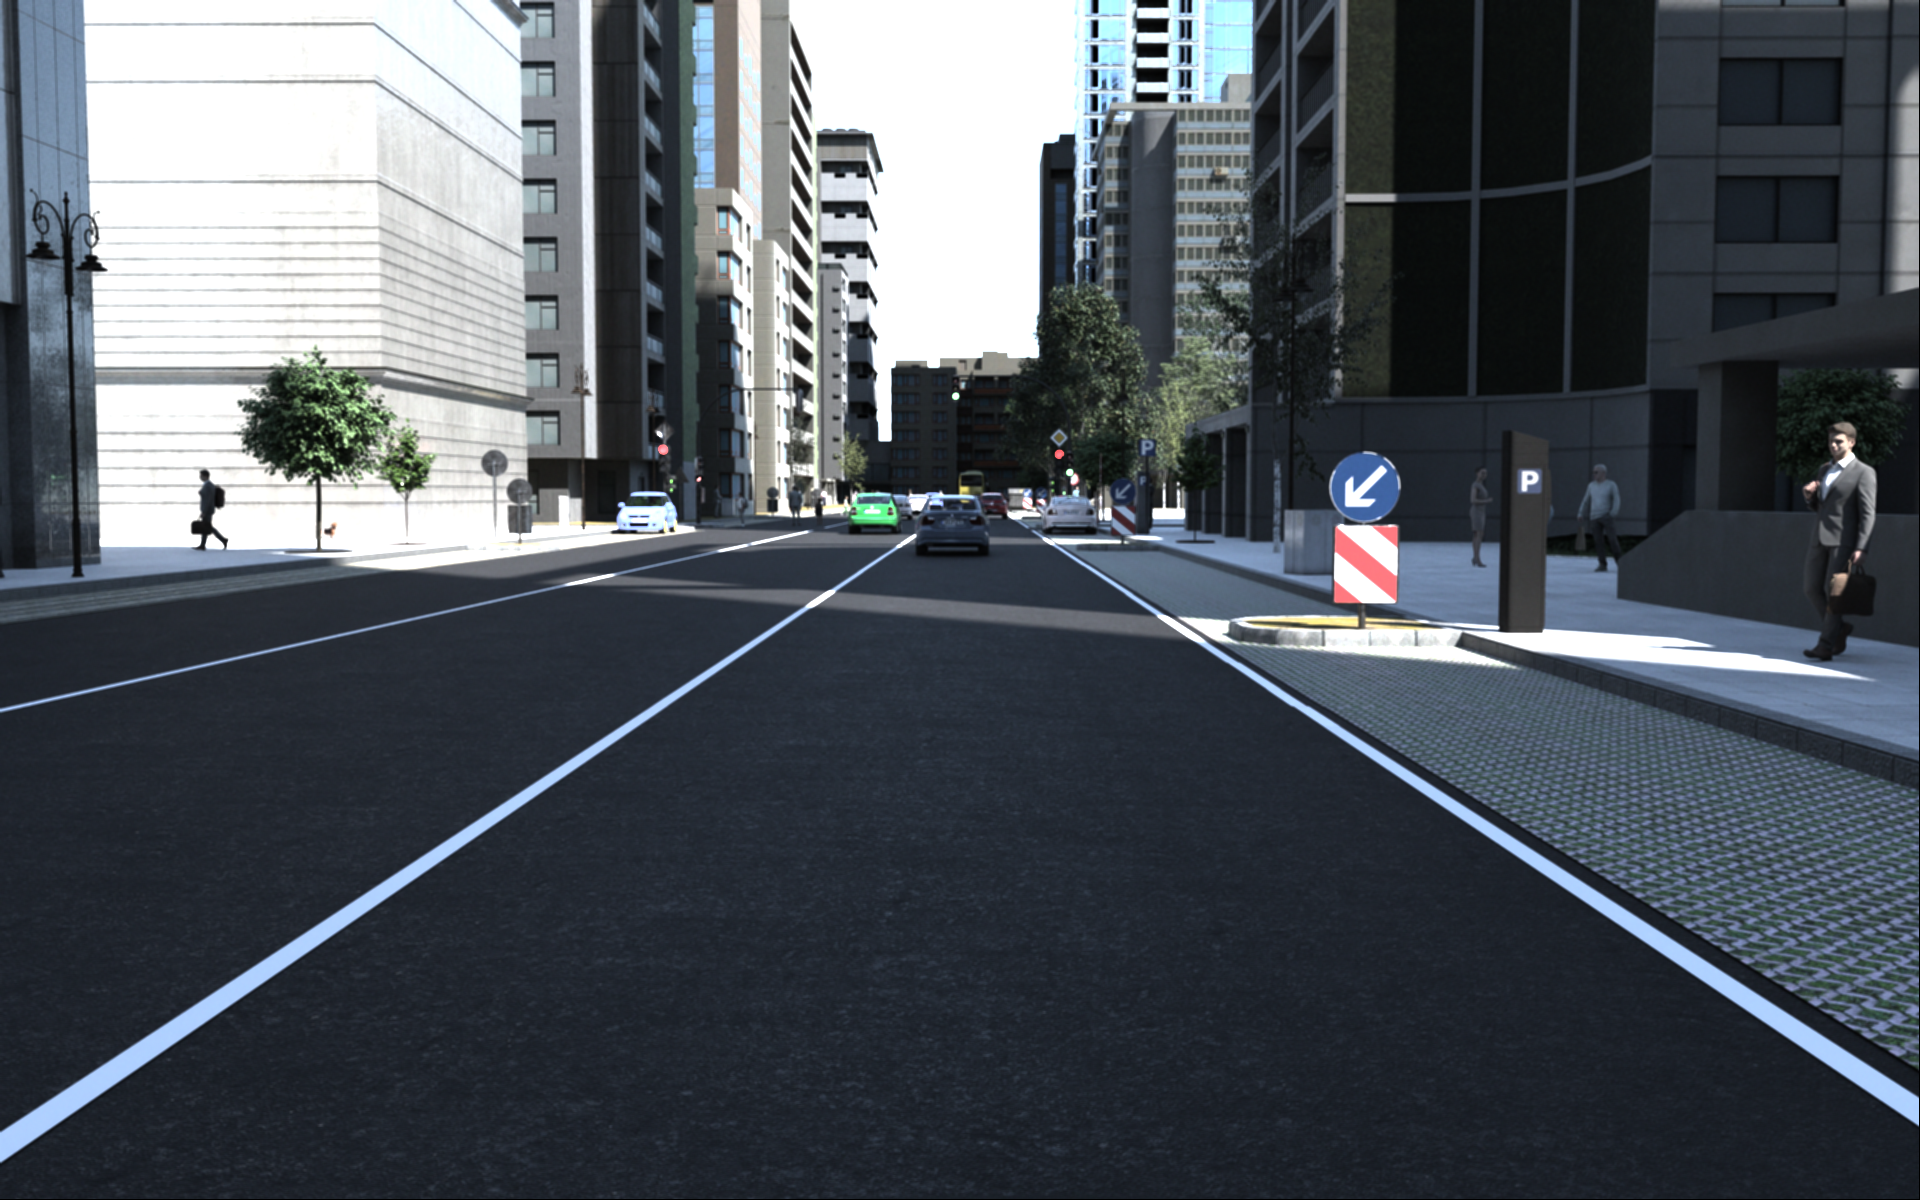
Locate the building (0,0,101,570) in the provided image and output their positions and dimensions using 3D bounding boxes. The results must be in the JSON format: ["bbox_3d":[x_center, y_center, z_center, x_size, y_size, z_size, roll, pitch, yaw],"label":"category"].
[{"bbox_3d":[-21.887,-12.427,21.207,12.078,24.808,19.932,0,4,1],"label":"building"}]

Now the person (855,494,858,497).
[{"bbox_3d":[-8.848,-8.567,151.758,0.628,1.438,0.799,2,4,28],"label":"person"}]

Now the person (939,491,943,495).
[{"bbox_3d":[-1.910,-9.830,169.955,1.217,1.736,0.721,-1,4,-10],"label":"person"}]

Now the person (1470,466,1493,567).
[{"bbox_3d":[9.217,-1.484,30.644,0.374,1.781,0.599,2,4,30],"label":"person"}]

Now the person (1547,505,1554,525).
[{"bbox_3d":[7.217,-0.864,21.975,0.589,1.601,0.330,0,4,4],"label":"person"}]

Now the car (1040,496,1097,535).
[{"bbox_3d":[3.921,-3.056,62.331,2.083,1.381,4.827,0,4,1],"label":"car"}]

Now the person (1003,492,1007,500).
[{"bbox_3d":[5.520,-12.648,216.022,1.217,1.736,0.721,-1,4,-19],"label":"person"}]

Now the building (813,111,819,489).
[{"bbox_3d":[-22.275,-30.232,177.882,14.154,41.232,14.086,0,4,1],"label":"building"}]

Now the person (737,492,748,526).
[{"bbox_3d":[-9.699,-4.033,77.042,0.503,1.515,0.523,2,4,26],"label":"person"}]

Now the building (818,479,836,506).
[{"bbox_3d":[-30.835,-30.909,197.247,32.217,40.220,23.993,0,4,1],"label":"building"}]

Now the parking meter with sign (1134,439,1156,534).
[{"bbox_3d":[5.878,-3.639,55.766,0.543,3.016,1.738,0,4,-3],"label":"parking meter with sign"}]

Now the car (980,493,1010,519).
[{"bbox_3d":[1.835,-5.603,100.641,2.155,1.783,4.494,0,4,-1],"label":"car"}]

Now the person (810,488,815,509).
[{"bbox_3d":[-12.658,-8.746,149.220,0.526,1.800,0.537,-1,4,-9],"label":"person"}]

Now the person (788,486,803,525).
[{"bbox_3d":[-7.547,-4.329,79.381,0.635,1.810,0.391,-1,4,-21],"label":"person"}]

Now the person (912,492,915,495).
[{"bbox_3d":[-5.904,-12.864,219.341,1.217,1.766,0.721,0,4,-8],"label":"person"}]

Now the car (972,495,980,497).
[{"bbox_3d":[1.792,-9.739,171.818,1.945,1.354,3.894,0,4,2],"label":"car"}]

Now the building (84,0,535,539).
[{"bbox_3d":[-37.686,-17.121,56.343,44.131,29.872,17.030,0,4,1],"label":"building"}]

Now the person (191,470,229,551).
[{"bbox_3d":[-17.072,-2.042,39.396,0.822,1.834,0.622,-2,4,-28],"label":"person"}]

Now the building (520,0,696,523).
[{"bbox_3d":[-20.597,-24.376,82.139,14.154,41.232,14.086,0,4,1],"label":"building"}]

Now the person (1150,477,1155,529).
[{"bbox_3d":[6.894,-3.577,63.881,0.474,1.900,0.648,-3,4,-36],"label":"person"}]

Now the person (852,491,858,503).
[{"bbox_3d":[-9.272,-8.849,153.853,0.551,1.740,0.621,-2,4,-31],"label":"person"}]

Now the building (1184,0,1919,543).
[{"bbox_3d":[18.060,-37.349,48.906,20.563,71.187,20.611,0,4,1],"label":"building"}]

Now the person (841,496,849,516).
[{"bbox_3d":[-7.572,-6.207,114.234,0.590,1.304,0.306,-1,4,-11],"label":"person"}]

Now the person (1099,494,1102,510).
[{"bbox_3d":[11.453,-7.957,140.420,0.425,1.301,0.394,-3,5,-44],"label":"person"}]

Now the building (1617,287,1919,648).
[{"bbox_3d":[24.100,-19.637,12.941,32.217,40.220,23.993,0,4,1],"label":"building"}]

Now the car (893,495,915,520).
[{"bbox_3d":[-3.605,-5.235,97.957,2.083,1.381,4.827,0,4,-1],"label":"car"}]

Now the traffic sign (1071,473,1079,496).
[{"bbox_3d":[6.574,-6.172,101.012,0.768,2.556,0.104,0,4,6],"label":"traffic sign"}]

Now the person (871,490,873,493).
[{"bbox_3d":[-8.374,-9.590,165.427,1.348,1.807,0.705,-1,4,-13],"label":"person"}]

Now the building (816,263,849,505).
[{"bbox_3d":[-21.095,-27.255,217.316,14.107,30.474,14.160,0,4,1],"label":"building"}]

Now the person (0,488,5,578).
[{"bbox_3d":[-14.723,-1.234,25.998,0.755,1.850,0.659,1,4,15],"label":"person"}]

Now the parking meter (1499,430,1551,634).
[{"bbox_3d":[5.216,-0.629,15.992,0.399,1.863,0.255,0,4,-2],"label":"parking meter"}]

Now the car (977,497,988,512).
[{"bbox_3d":[0.325,-4.132,80.145,1.945,1.354,3.894,0,4,0],"label":"car"}]

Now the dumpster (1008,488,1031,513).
[{"bbox_3d":[4.541,-7.583,132.199,1.865,1.857,1.264,0,4,-1],"label":"dumpster"}]

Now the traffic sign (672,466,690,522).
[{"bbox_3d":[-13.031,-4.932,80.640,0.884,2.594,0.081,0,4,6],"label":"traffic sign"}]

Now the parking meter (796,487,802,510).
[{"bbox_3d":[-12.866,-8.108,138.274,0.255,1.863,0.399,3,5,40],"label":"parking meter"}]

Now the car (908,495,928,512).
[{"bbox_3d":[-2.871,-6.538,119.265,2.083,1.381,4.827,0,4,0],"label":"car"}]

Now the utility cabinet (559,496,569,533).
[{"bbox_3d":[-13.046,-2.810,57.098,0.306,1.237,1.020,-1,4,-11],"label":"utility cabinet"}]

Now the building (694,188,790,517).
[{"bbox_3d":[-26.494,-16.366,112.625,27.650,21.520,28.899,0,4,1],"label":"building"}]

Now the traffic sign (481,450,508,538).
[{"bbox_3d":[-13.450,-3.056,50.065,0.768,2.556,0.104,0,4,2],"label":"traffic sign"}]

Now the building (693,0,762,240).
[{"bbox_3d":[-23.921,-30.046,141.369,14.600,45.320,14.200,0,4,1],"label":"building"}]

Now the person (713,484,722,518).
[{"bbox_3d":[-13.078,-5.352,93.750,0.583,1.804,0.606,-2,4,-34],"label":"person"}]

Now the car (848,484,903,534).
[{"bbox_3d":[-3.077,-3.327,63.200,1.959,1.807,4.718,0,4,0],"label":"car"}]

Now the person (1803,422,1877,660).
[{"bbox_3d":[6.807,-0.452,13.406,0.822,1.834,0.622,-2,4,-32],"label":"person"}]

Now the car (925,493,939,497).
[{"bbox_3d":[-2.271,-8.123,142.397,1.945,1.707,3.694,0,4,-1],"label":"car"}]

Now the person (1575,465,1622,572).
[{"bbox_3d":[10.561,-1.353,28.657,0.515,1.767,0.782,-3,5,-44],"label":"person"}]

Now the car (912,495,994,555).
[{"bbox_3d":[-0.178,-1.829,41.914,2.014,1.417,4.499,0,3,0],"label":"car"}]

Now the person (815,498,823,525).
[{"bbox_3d":[-6.559,-4.117,80.488,0.362,1.253,0.373,-1,4,-15],"label":"person"}]

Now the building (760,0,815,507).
[{"bbox_3d":[-25.141,-32.794,159.876,21.300,48.544,21.600,0,4,1],"label":"building"}]

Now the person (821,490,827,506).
[{"bbox_3d":[-14.430,-10.778,183.198,0.756,1.711,0.436,-2,4,-34],"label":"person"}]

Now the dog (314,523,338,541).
[{"bbox_3d":[-17.217,-1.849,47.064,0.406,0.507,0.540,1,4,12],"label":"dog"}]

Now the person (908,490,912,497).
[{"bbox_3d":[-3.641,-7.102,125.169,0.362,1.759,0.519,1,4,19],"label":"person"}]

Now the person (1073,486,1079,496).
[{"bbox_3d":[7.838,-6.798,117.206,0.620,1.820,0.660,3,5,42],"label":"person"}]

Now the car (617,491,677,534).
[{"bbox_3d":[-11.283,-3.236,62.496,1.945,1.707,3.694,0,4,-1],"label":"car"}]
